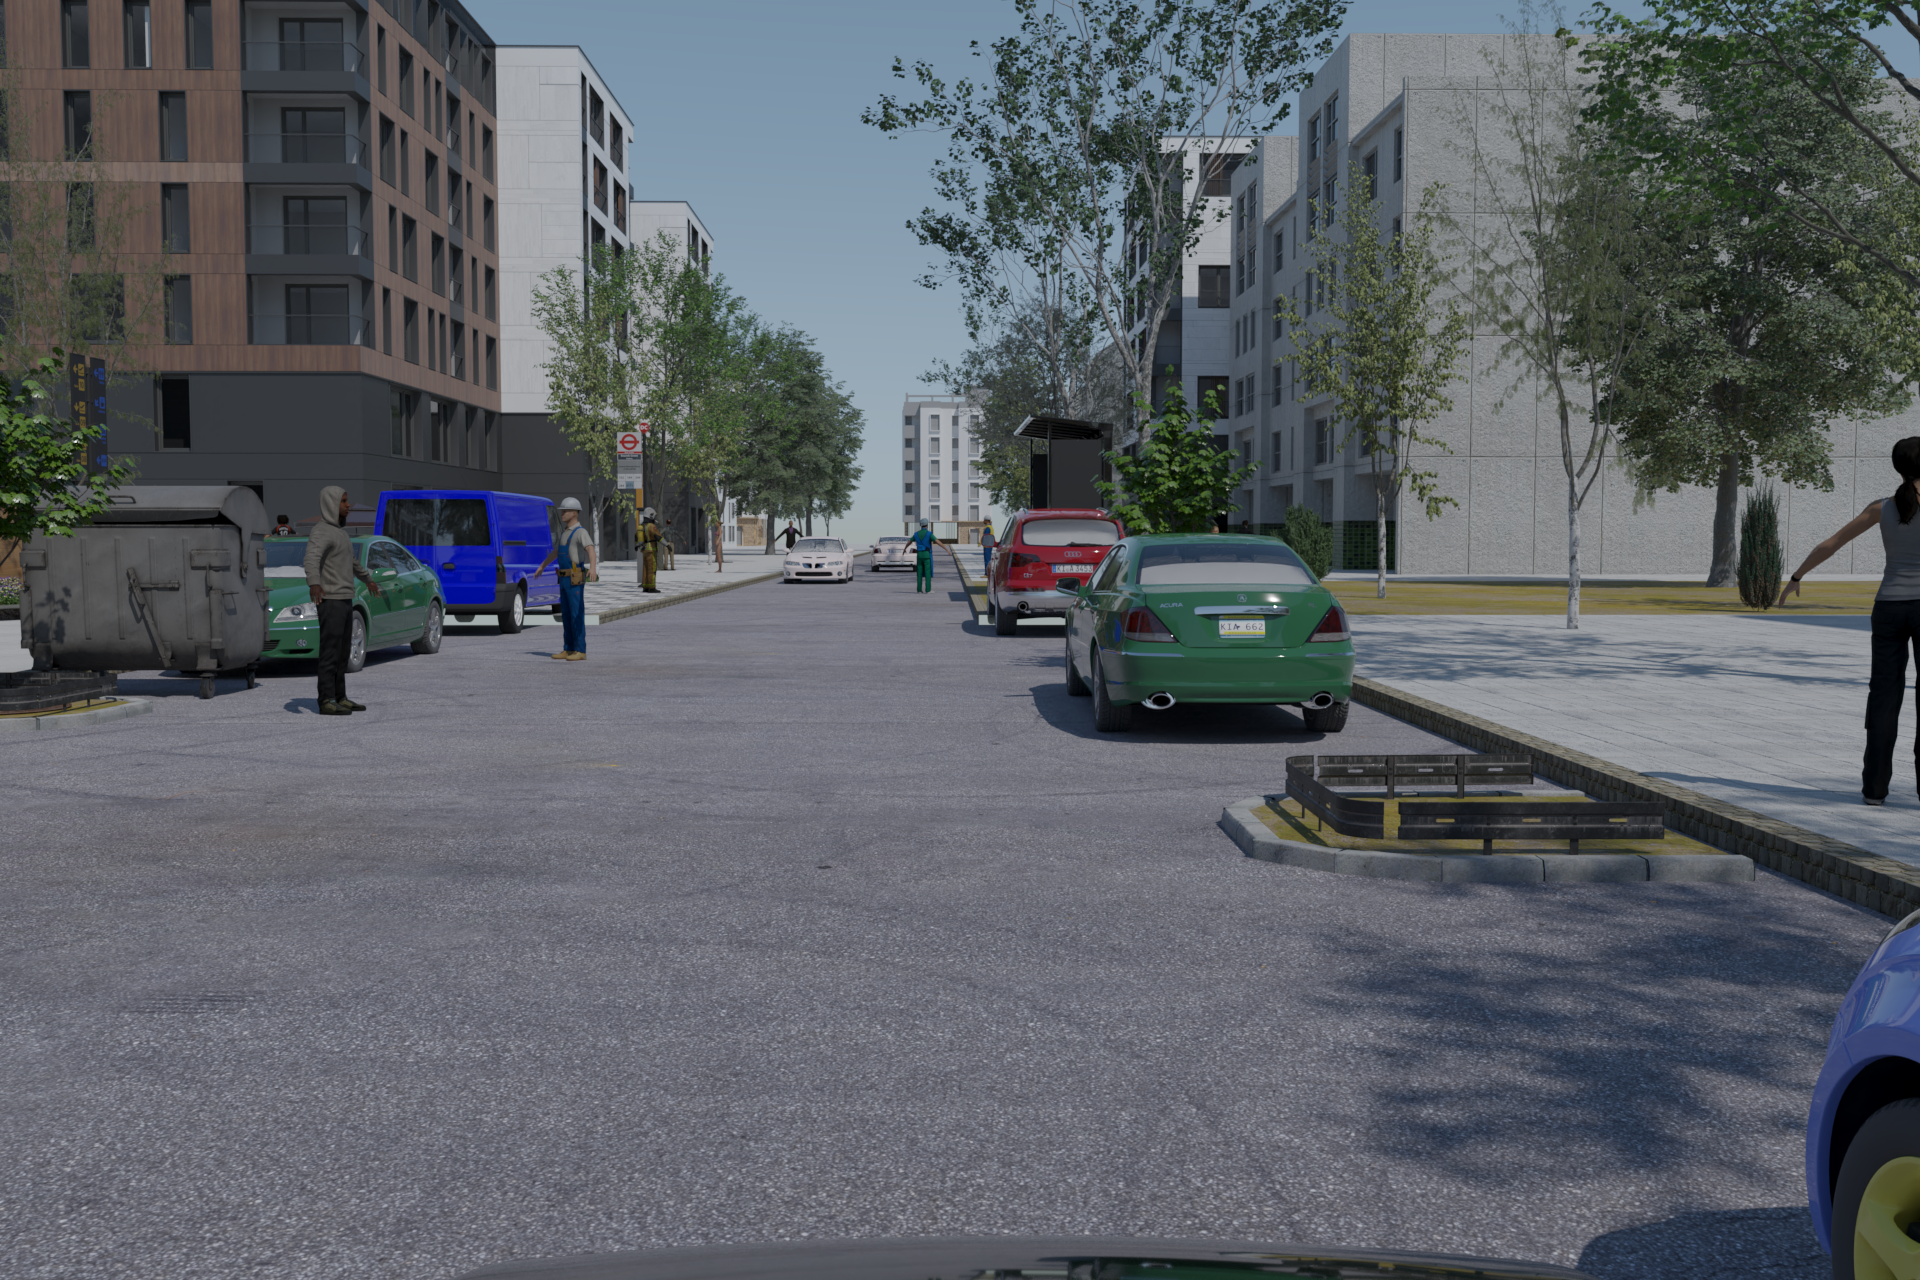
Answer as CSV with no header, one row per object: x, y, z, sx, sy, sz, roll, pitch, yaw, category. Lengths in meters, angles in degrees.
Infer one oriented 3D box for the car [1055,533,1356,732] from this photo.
1.873,-0.133,13.971,2.131,1.459,4.920,0,4,-1,car

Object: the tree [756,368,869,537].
-11.773,-13.842,132.969,9.857,13.997,8.962,0,3,0,tree

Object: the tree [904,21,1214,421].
3.088,-12.916,67.059,12.611,20.169,13.585,0,3,0,tree

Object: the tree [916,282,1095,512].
2.987,-16.890,132.033,12.611,20.169,13.585,0,3,0,tree

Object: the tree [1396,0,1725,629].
8.463,-4.461,23.303,4.360,8.622,3.978,0,3,0,tree

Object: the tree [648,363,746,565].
-10.487,-7.374,70.921,4.737,8.622,4.395,0,3,0,tree

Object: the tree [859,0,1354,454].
4.046,-11.825,49.233,12.611,20.169,13.585,0,3,0,tree

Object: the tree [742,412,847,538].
-11.223,-11.333,119.702,7.601,10.594,8.767,1,4,22,tree

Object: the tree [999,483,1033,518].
8.482,-17.451,219.740,7.601,10.594,8.767,0,4,3,tree

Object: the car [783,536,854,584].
-4.166,-2.391,51.448,2.083,1.381,4.827,0,4,0,car

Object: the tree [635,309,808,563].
-10.719,-9.278,77.451,9.928,11.665,9.643,0,3,0,tree

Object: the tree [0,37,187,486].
-13.872,-4.669,26.695,4.360,8.622,3.978,0,3,0,tree

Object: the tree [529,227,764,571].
-10.664,-8.224,60.220,9.928,11.665,9.643,0,3,0,tree

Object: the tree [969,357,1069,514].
4.039,-11.813,111.266,7.486,12.596,7.792,0,3,0,tree

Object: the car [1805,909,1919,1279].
2.275,0.498,1.449,1.945,1.707,3.694,0,4,-1,car

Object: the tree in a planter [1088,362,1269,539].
2.237,-1.273,18.042,1.991,3.239,1.994,0,4,-1,tree in a planter

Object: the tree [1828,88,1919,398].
16.087,-4.753,28.080,4.737,8.622,4.395,0,3,0,tree

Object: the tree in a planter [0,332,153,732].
-7.479,-0.986,13.342,1.991,3.239,1.994,0,4,0,tree in a planter

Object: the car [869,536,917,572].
-2.468,-3.317,66.587,2.083,1.381,4.827,0,4,-2,car

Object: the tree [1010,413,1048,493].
4.399,-9.163,100.172,4.360,8.622,3.978,0,3,0,tree

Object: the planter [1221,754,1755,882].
2.280,0.796,8.125,1.991,0.319,1.994,0,4,-1,planter

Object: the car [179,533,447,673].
-7.160,-0.461,19.340,2.131,1.459,4.920,0,4,-1,car

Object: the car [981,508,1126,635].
1.476,-1.063,26.058,2.281,1.827,5.304,0,4,-1,car

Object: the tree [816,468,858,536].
-16.903,-17.958,219.372,9.928,11.665,9.643,0,3,0,tree

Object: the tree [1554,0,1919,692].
8.390,-5.382,13.744,9.928,11.665,9.643,0,3,0,tree

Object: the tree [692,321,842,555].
-11.554,-12.131,104.992,9.857,13.997,8.962,0,3,0,tree

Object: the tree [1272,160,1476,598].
8.298,-5.120,34.069,4.737,8.622,4.395,0,3,0,tree

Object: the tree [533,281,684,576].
-10.525,-6.136,50.688,4.737,8.622,4.395,0,3,0,tree

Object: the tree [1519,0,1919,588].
18.492,-8.252,41.583,9.857,13.997,8.962,0,3,0,tree

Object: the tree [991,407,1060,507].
3.867,-8.705,92.690,4.737,8.622,4.395,0,3,0,tree

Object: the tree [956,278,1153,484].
4.764,-10.554,82.921,12.009,13.543,11.850,0,3,0,tree
